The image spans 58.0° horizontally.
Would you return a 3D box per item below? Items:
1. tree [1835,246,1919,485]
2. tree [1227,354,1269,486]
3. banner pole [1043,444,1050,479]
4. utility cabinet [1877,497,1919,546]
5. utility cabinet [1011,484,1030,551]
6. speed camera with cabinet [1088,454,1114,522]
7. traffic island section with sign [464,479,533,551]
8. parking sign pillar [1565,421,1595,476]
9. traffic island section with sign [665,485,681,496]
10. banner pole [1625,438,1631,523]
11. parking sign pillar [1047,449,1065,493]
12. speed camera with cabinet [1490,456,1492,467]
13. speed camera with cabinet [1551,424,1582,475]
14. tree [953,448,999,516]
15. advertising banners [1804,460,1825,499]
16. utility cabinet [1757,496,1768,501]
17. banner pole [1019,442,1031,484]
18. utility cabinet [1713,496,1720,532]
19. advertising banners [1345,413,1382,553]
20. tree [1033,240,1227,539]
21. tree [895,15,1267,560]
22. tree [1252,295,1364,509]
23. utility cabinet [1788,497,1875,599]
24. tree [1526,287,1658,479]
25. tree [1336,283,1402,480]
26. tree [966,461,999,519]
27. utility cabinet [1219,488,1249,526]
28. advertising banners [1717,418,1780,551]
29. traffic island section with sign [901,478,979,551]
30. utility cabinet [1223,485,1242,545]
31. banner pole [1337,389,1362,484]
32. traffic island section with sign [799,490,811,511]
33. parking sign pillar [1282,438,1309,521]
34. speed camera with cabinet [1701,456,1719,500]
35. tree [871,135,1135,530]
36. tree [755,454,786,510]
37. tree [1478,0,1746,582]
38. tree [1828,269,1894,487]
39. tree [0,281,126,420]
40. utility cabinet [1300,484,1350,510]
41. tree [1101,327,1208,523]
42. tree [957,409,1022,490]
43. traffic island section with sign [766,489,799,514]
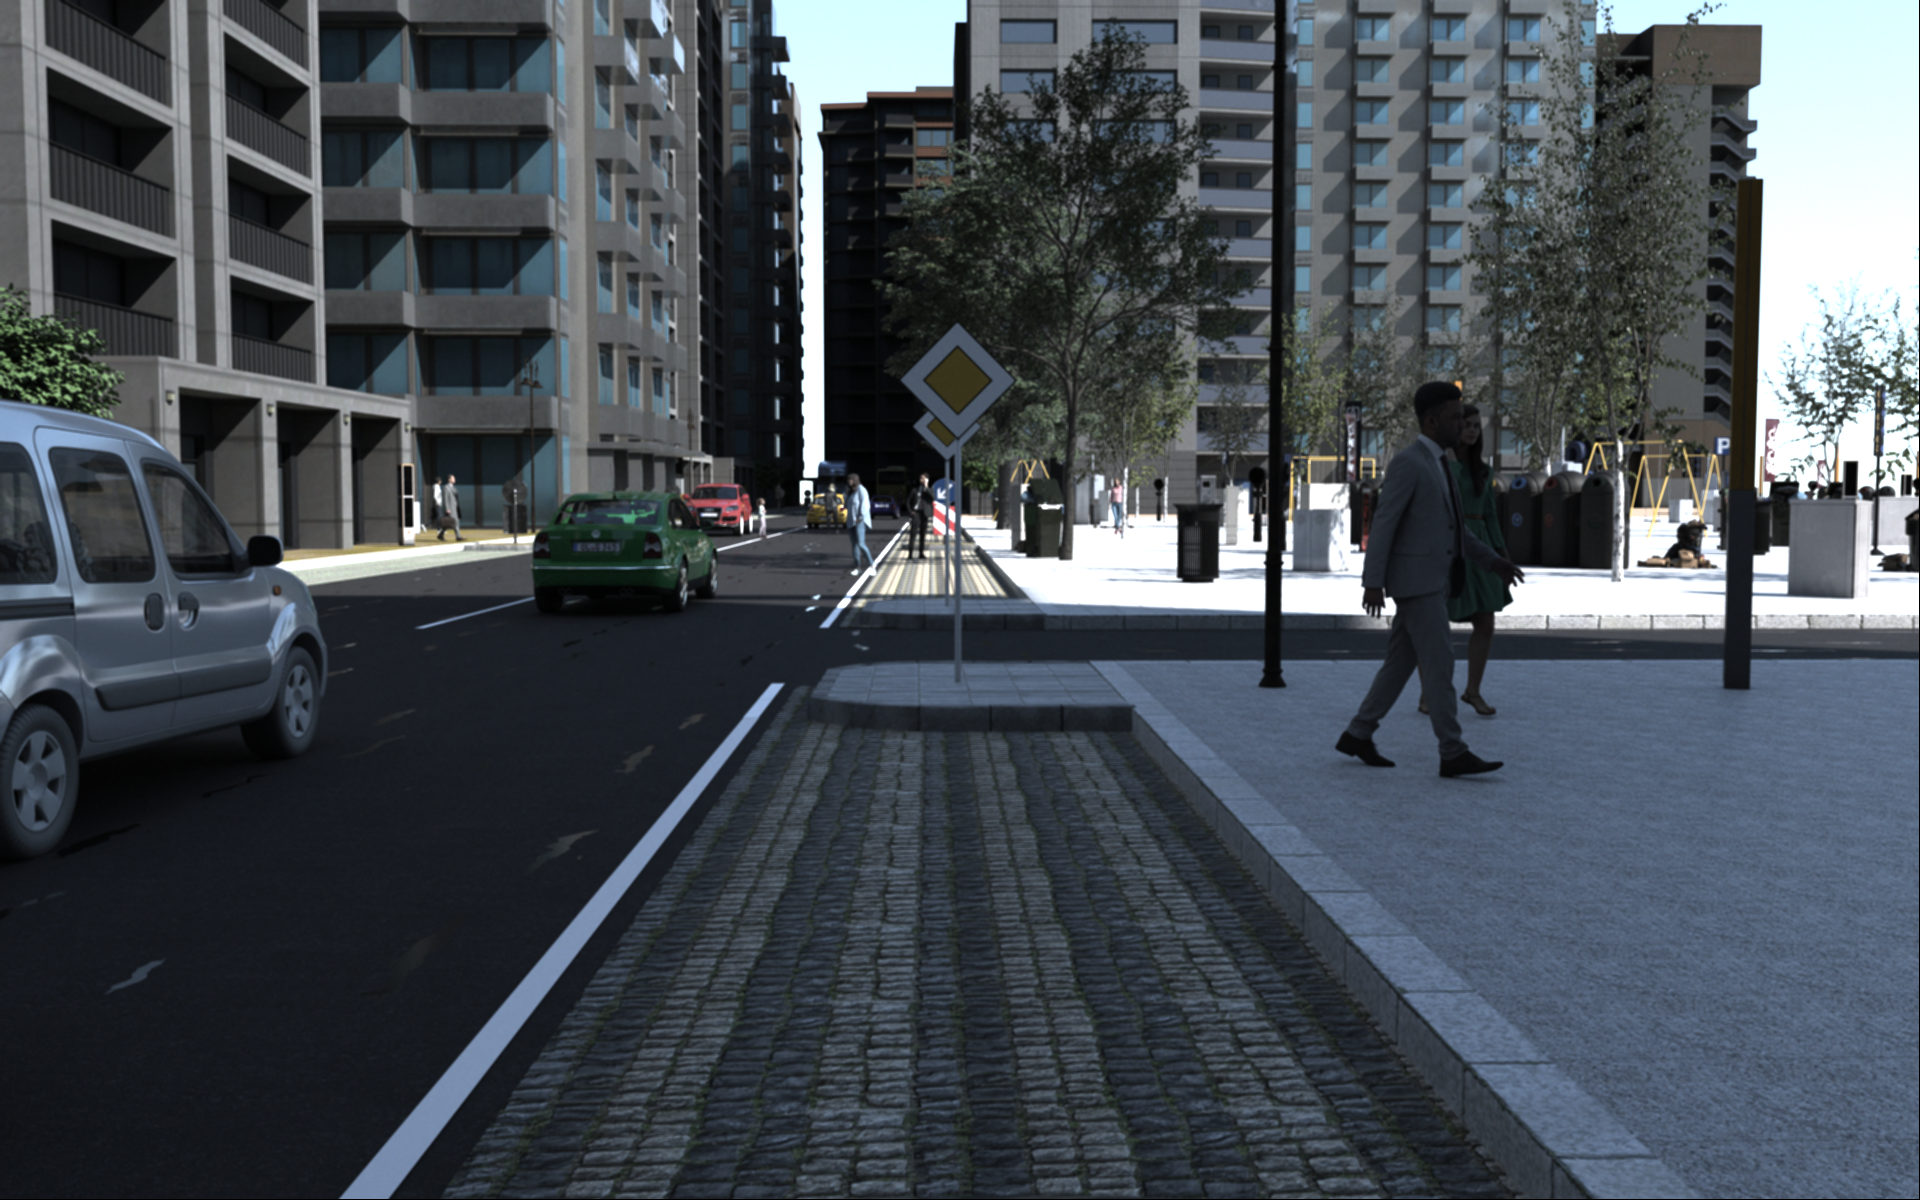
[{"bbox_3d":[27.608,-6.056,49.383,4.737,8.622,4.395,0,3,0],"label":"tree"},{"bbox_3d":[14.315,-8.606,91.074,4.360,8.622,3.978,0,3,0],"label":"tree"},{"bbox_3d":[4.361,-5.941,87.152,0.401,3.779,0.863,-1,4,-22],"label":"banner pole"},{"bbox_3d":[23.181,-1.943,42.935,1.020,1.237,0.306,0,4,0],"label":"utility cabinet"},{"bbox_3d":[1.648,-1.848,38.888,0.318,1.500,1.173,3,5,44],"label":"utility cabinet"},{"bbox_3d":[6.751,-5.344,81.709,0.660,3.252,2.038,-2,4,-25],"label":"speed camera with cabinet"},{"bbox_3d":[-11.432,-2.177,44.224,1.989,1.847,2.006,0,4,-1],"label":"traffic island section with sign"},{"bbox_3d":[22.615,-4.573,63.237,1.447,3.967,1.447,-1,4,-12],"label":"parking sign pillar"},{"bbox_3d":[-11.873,-3.848,71.537,1.989,1.847,2.006,0,4,-1],"label":"traffic island section with sign"},{"bbox_3d":[29.957,-5.373,77.873,0.401,3.779,0.863,1,4,14],"label":"banner pole"},{"bbox_3d":[5.136,-6.275,91.070,1.447,3.967,1.447,2,4,32],"label":"parking sign pillar"},{"bbox_3d":[28.106,-5.860,90.153,0.660,3.252,2.038,-1,4,-9],"label":"speed camera with cabinet"},{"bbox_3d":[17.523,-3.320,48.624,0.660,3.252,2.038,-2,4,-24],"label":"speed camera with cabinet"},{"bbox_3d":[1.210,-7.345,103.799,4.285,4.588,4.351,0,3,0],"label":"tree"},{"bbox_3d":[42.921,-5.594,87.653,2.074,3.025,0.090,-1,4,-13],"label":"advertising banners"},{"bbox_3d":[21.071,-2.052,44.718,0.306,1.237,1.020,-2,4,-24],"label":"utility cabinet"},{"bbox_3d":[3.046,-5.652,82.430,0.863,3.779,0.401,3,4,37],"label":"banner pole"},{"bbox_3d":[25.688,-2.849,57.749,1.020,1.237,0.306,2,4,31],"label":"utility cabinet"},{"bbox_3d":[8.948,-2.564,38.112,0.090,3.025,2.074,3,5,41],"label":"advertising banners"},{"bbox_3d":[4.506,-6.047,49.225,4.360,8.622,3.978,0,3,0],"label":"tree"},{"bbox_3d":[2.390,-6.051,33.342,7.601,10.594,8.767,-1,4,-16],"label":"tree"},{"bbox_3d":[12.942,-7.010,64.972,4.737,8.622,4.395,0,3,0],"label":"tree"},{"bbox_3d":[10.878,-0.643,21.670,0.306,1.237,1.020,-1,4,-20],"label":"utility cabinet"},{"bbox_3d":[21.364,-6.586,58.038,4.737,8.622,4.395,0,3,0],"label":"tree"},{"bbox_3d":[14.840,-6.709,60.053,4.360,8.622,3.978,0,3,0],"label":"tree"},{"bbox_3d":[1.349,-5.755,88.692,1.663,3.219,1.824,0,3,0],"label":"tree"},{"bbox_3d":[10.768,-3.632,68.069,1.173,1.500,0.318,-2,4,-25],"label":"utility cabinet"},{"bbox_3d":[18.045,-2.654,39.579,2.074,3.025,0.090,-2,4,-30],"label":"advertising banners"},{"bbox_3d":[-0.503,-2.188,44.394,1.989,1.847,2.006,0,4,-1],"label":"traffic island section with sign"},{"bbox_3d":[6.898,-2.150,43.828,0.318,1.500,1.173,1,4,10],"label":"utility cabinet"},{"bbox_3d":[9.186,-3.126,41.120,0.401,3.779,0.863,-3,5,-42],"label":"banner pole"},{"bbox_3d":[-13.179,-8.675,150.461,1.989,1.847,2.006,0,4,-1],"label":"traffic island section with sign"},{"bbox_3d":[16.206,-5.818,83.602,1.447,3.967,1.447,0,4,7],"label":"parking sign pillar"},{"bbox_3d":[33.390,-5.058,77.039,0.660,3.252,2.038,2,4,28],"label":"speed camera with cabinet"},{"bbox_3d":[1.723,-9.499,61.966,9.857,13.997,8.962,0,3,0],"label":"tree"},{"bbox_3d":[-16.041,-9.715,142.546,4.285,4.588,4.351,0,3,0],"label":"tree"},{"bbox_3d":[9.410,-4.556,24.855,4.360,8.622,3.978,0,3,0],"label":"tree"},{"bbox_3d":[28.937,-6.563,57.676,4.360,8.622,3.978,0,3,0],"label":"tree"},{"bbox_3d":[-14.741,-2.635,26.799,4.285,4.588,4.351,0,3,0],"label":"tree"},{"bbox_3d":[7.729,-1.718,36.767,1.173,1.500,0.318,-2,4,-33],"label":"utility cabinet"},{"bbox_3d":[8.824,-7.674,75.829,4.737,8.622,4.395,0,3,0],"label":"tree"},{"bbox_3d":[1.763,-8.839,94.880,4.737,8.622,4.395,0,3,0],"label":"tree"},{"bbox_3d":[-12.726,-6.997,123.030,1.989,1.847,2.006,0,4,-1],"label":"traffic island section with sign"}]
